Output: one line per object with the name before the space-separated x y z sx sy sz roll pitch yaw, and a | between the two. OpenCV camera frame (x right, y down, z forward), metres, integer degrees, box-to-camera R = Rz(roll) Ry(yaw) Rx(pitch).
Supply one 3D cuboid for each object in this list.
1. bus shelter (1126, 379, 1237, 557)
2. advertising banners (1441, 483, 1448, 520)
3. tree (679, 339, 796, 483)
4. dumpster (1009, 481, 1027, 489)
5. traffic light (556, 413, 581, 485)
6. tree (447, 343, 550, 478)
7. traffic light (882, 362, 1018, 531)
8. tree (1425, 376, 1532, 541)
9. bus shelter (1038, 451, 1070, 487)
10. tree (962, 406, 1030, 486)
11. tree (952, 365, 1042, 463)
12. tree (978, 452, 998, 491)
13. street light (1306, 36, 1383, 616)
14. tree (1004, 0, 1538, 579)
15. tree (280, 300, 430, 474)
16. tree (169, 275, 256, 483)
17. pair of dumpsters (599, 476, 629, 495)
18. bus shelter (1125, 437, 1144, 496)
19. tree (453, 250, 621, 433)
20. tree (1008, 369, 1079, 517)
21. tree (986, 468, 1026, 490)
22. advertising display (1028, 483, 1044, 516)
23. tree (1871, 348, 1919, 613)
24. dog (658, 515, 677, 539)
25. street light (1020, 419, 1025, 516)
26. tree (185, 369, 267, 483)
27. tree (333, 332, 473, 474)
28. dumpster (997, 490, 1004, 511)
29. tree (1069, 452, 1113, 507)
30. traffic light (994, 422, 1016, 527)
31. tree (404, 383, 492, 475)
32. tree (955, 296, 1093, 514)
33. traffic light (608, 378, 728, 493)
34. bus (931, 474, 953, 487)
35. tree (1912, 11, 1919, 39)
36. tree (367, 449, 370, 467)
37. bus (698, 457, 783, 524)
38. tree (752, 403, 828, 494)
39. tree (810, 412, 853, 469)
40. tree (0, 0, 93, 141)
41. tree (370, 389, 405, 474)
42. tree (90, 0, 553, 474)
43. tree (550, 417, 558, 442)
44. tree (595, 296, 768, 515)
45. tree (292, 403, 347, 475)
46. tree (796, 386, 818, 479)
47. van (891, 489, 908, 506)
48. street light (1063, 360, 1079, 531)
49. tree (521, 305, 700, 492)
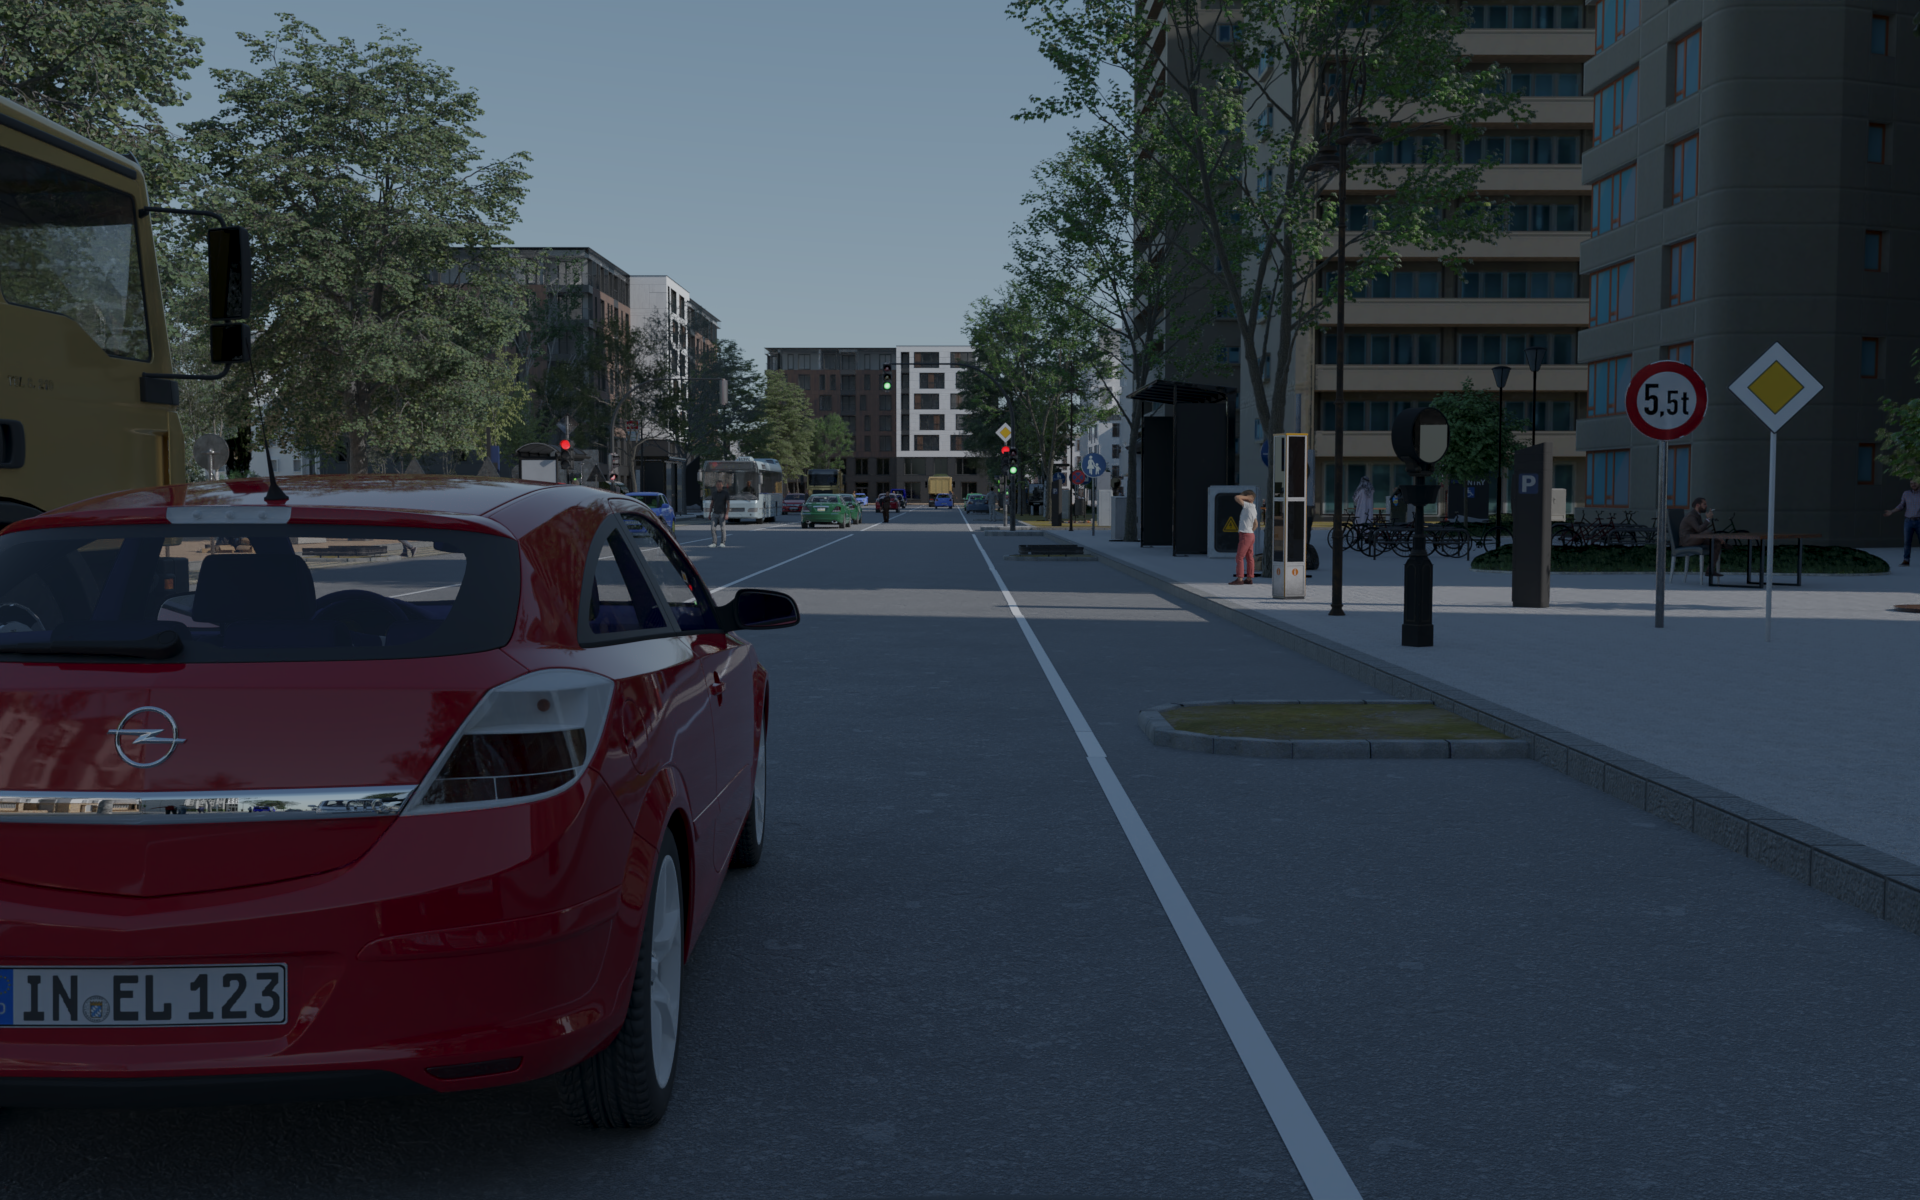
bus shelter | 4.858 -2.889 38.523 1.731 3.624 6.357 0 4 0
advertising banners | 19.560 -4.482 69.469 0.090 3.025 2.074 0 4 -1
tree | -17.520 -12.792 127.276 7.486 12.596 7.792 0 3 0
dumpster | 4.016 -7.437 124.086 1.502 2.255 1.985 0 4 0
traffic light | -13.573 -4.348 60.010 0.839 4.253 0.868 0 4 0
tree | -21.527 -7.859 78.855 4.737 8.622 4.395 0 3 0
traffic light | -0.283 -5.216 59.953 4.771 5.953 1.251 0 4 0
tree | 13.960 -3.926 47.908 4.285 4.588 4.351 0 3 0
bus shelter | 6.456 -8.854 122.388 2.179 5.291 8.768 0 4 0
tree | 4.296 -14.743 175.455 8.767 10.594 7.601 -2 4 -25
tree | 4.455 -15.172 158.426 12.009 13.543 11.850 0 3 0
tree | 3.924 -15.948 211.118 4.360 8.622 3.978 0 3 0
street light | 3.985 -2.774 18.139 0.468 5.910 1.993 0 4 0
tree | 4.671 -6.146 26.236 9.928 11.665 9.643 0 3 0
tree | -28.028 -8.988 81.360 7.601 10.594 8.767 0 4 7
tree | -24.548 -6.491 56.493 4.360 8.622 3.978 0 3 0
pair of dumpsters | -19.021 -5.568 93.525 1.574 2.255 4.437 0 4 0
bus shelter | 6.572 -3.771 55.584 2.014 3.302 5.546 0 4 0
tree | -31.737 -16.963 133.226 12.611 20.169 13.585 0 3 0
tree | 4.710 -8.939 96.508 4.737 8.622 4.395 0 3 0
tree | 3.694 -9.314 135.995 4.285 4.588 4.351 0 3 0
advertising display | 4.544 -5.997 103.269 0.974 1.923 0.123 -1 4 -13
tree | 10.898 -1.479 18.788 1.663 3.219 1.824 0 3 0
dog | -8.507 -2.063 50.570 0.513 0.831 0.800 -3 5 -41
street light | 3.610 -7.861 101.309 0.468 5.910 1.993 0 4 0
tree | -61.951 -14.317 135.898 18.604 14.587 13.155 0 4 -6
tree | -38.216 -12.689 117.836 12.009 13.543 11.850 0 3 0
dumpster | 3.439 -7.617 130.303 1.264 1.857 1.865 0 4 0
tree | 10.047 -9.026 131.285 4.285 4.588 4.351 0 3 0
traffic light | 1.767 -4.842 68.090 0.839 4.253 0.868 0 4 0
tree | -26.377 -8.528 89.798 4.360 8.622 3.978 0 3 0
tree | 4.006 -12.476 110.634 9.857 13.997 8.962 0 3 0
traffic light | -11.523 -5.711 68.041 4.771 5.953 1.251 0 4 0
bus | -2.367 -13.438 211.250 2.896 3.916 12.252 0 3 0
tree | 4.780 -3.508 7.725 4.360 8.622 3.978 0 3 0
tree | -43.117 -10.891 128.430 4.360 8.622 3.978 0 3 0
bus | -10.631 -5.533 85.328 2.948 3.499 13.247 0 4 -1
tree | -17.465 -15.248 183.722 7.601 10.594 8.767 0 4 -1
tree | -16.835 -17.867 217.881 9.928 11.665 9.643 0 3 0
tree | -15.504 -7.285 25.757 9.857 13.997 8.962 0 3 0
tree | -34.052 -9.604 107.392 4.360 8.622 3.978 0 3 0
tree | -16.369 -8.596 47.204 9.857 13.997 8.962 0 3 0
tree | -25.923 -9.158 100.095 4.737 8.622 4.395 0 3 0
tree | -17.098 -12.020 106.897 12.009 13.543 11.850 0 3 0
tree | -39.667 -9.634 107.875 4.737 8.622 4.395 0 3 0
tree | -16.574 -14.660 157.819 7.486 12.596 7.792 0 3 0
van | -7.457 -12.595 210.307 2.240 2.365 5.245 0 4 0
street light | 3.842 -5.317 59.725 0.468 5.910 1.993 0 4 0
tree | -16.422 -9.279 86.131 7.601 10.594 8.767 1 4 16
